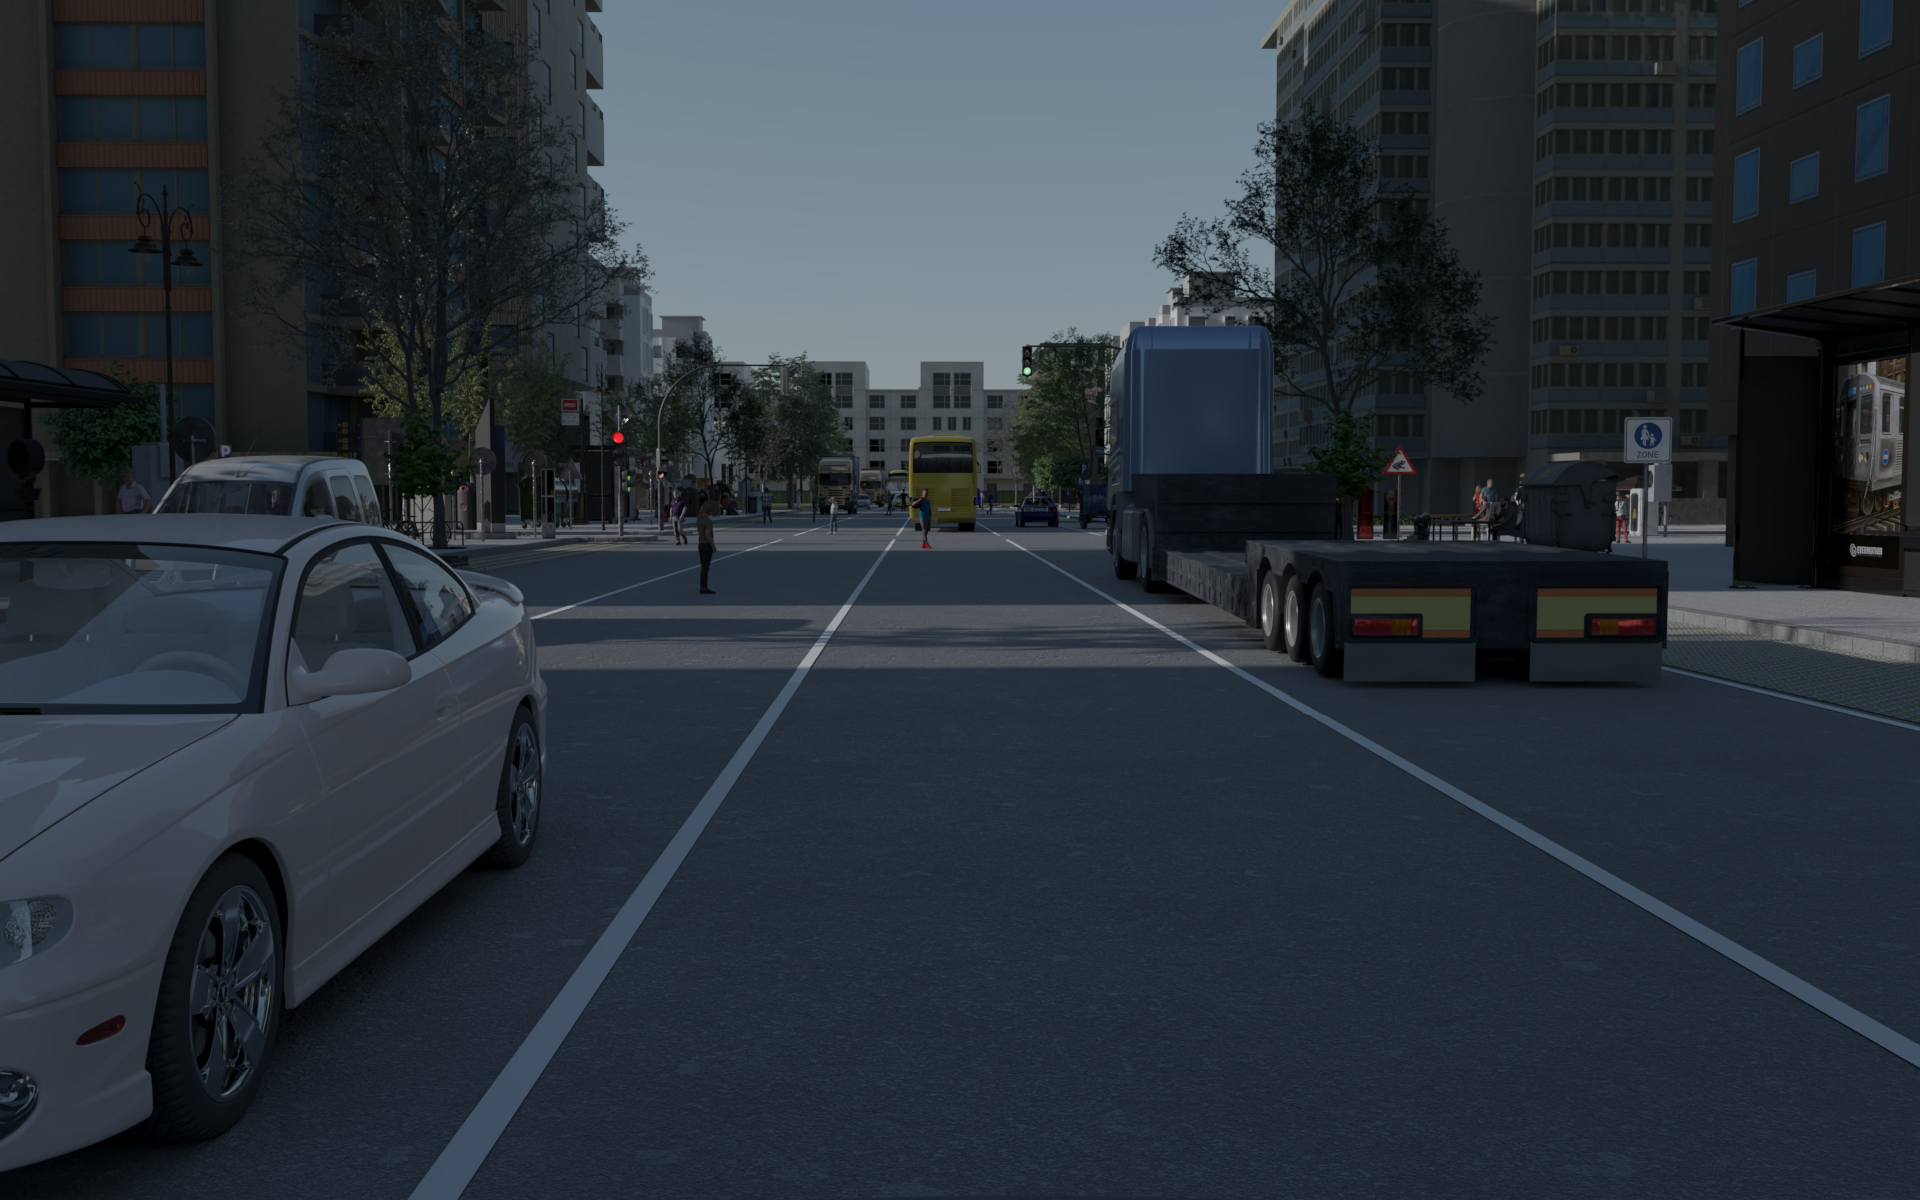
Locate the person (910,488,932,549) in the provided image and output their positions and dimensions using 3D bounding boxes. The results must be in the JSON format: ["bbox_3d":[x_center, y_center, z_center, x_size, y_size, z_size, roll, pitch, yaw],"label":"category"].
[{"bbox_3d":[-0.949,-2.149,45.510,0.662,1.594,0.647,2,4,34],"label":"person"}]

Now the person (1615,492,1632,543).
[{"bbox_3d":[17.337,-2.165,45.347,0.435,1.345,0.340,0,4,2],"label":"person"}]

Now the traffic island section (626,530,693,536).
[{"bbox_3d":[-10.497,-2.353,60.752,2.009,0.180,2.903,0,4,-1],"label":"traffic island section"}]

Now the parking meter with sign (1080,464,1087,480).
[{"bbox_3d":[7.815,-6.337,99.863,1.738,3.016,0.543,3,4,37],"label":"parking meter with sign"}]

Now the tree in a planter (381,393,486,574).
[{"bbox_3d":[-9.598,-2.058,30.865,1.991,3.239,1.994,0,4,-1],"label":"tree in a planter"}]

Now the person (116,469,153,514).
[{"bbox_3d":[-14.516,-1.424,30.269,0.756,1.711,0.436,2,4,27],"label":"person"}]

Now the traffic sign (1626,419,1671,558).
[{"bbox_3d":[9.152,-1.283,23.114,0.606,2.300,0.079,0,4,5],"label":"traffic sign"}]

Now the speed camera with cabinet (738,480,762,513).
[{"bbox_3d":[-14.358,-7.588,118.404,0.660,3.252,2.038,2,4,28],"label":"speed camera with cabinet"}]

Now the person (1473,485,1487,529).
[{"bbox_3d":[19.368,-3.462,64.351,0.444,1.614,0.593,-1,4,-22],"label":"person"}]

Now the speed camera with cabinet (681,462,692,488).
[{"bbox_3d":[-16.540,-6.751,104.714,0.660,3.252,2.038,0,4,-7],"label":"speed camera with cabinet"}]

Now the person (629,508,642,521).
[{"bbox_3d":[-15.863,-4.260,83.981,0.655,0.850,0.859,-3,5,-41],"label":"person"}]

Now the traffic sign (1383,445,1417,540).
[{"bbox_3d":[11.720,-2.827,46.224,0.884,2.594,0.081,0,4,7],"label":"traffic sign"}]

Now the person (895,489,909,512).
[{"bbox_3d":[-4.632,-8.204,142.258,1.348,1.869,0.705,-1,4,-8],"label":"person"}]

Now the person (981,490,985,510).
[{"bbox_3d":[2.097,-9.255,159.906,0.705,1.814,1.350,0,4,-7],"label":"person"}]

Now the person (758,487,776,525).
[{"bbox_3d":[-8.870,-4.298,79.503,0.841,1.734,0.376,-1,4,-10],"label":"person"}]

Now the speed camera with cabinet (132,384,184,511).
[{"bbox_3d":[-14.153,-2.298,31.902,0.660,3.252,2.038,2,4,30],"label":"speed camera with cabinet"}]

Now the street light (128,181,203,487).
[{"bbox_3d":[-11.870,-3.256,26.028,0.468,5.910,1.993,0,4,-1],"label":"street light"}]

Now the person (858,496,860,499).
[{"bbox_3d":[-9.691,-9.171,159.136,1.217,1.739,0.721,-2,4,-31],"label":"person"}]

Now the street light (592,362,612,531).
[{"bbox_3d":[-12.555,-5.384,60.822,0.468,5.910,1.993,0,4,-1],"label":"street light"}]

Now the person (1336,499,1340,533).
[{"bbox_3d":[10.077,-2.221,46.273,0.435,1.345,0.340,-2,4,-28],"label":"person"}]

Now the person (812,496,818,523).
[{"bbox_3d":[-7.077,-4.408,84.487,0.435,1.345,0.340,3,5,41],"label":"person"}]

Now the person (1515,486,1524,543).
[{"bbox_3d":[14.466,-2.273,44.030,0.431,1.722,0.655,-3,5,-42],"label":"person"}]

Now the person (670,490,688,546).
[{"bbox_3d":[-7.754,-2.289,48.141,0.471,1.553,0.569,-2,4,-31],"label":"person"}]

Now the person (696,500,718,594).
[{"bbox_3d":[-3.641,-0.765,24.919,0.435,1.345,0.340,3,5,42],"label":"person"}]

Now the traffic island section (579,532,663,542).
[{"bbox_3d":[-10.342,-1.865,52.769,2.009,0.180,2.903,0,4,-1],"label":"traffic island section"}]

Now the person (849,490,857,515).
[{"bbox_3d":[-7.210,-6.530,115.985,0.376,1.734,0.841,-2,4,-28],"label":"person"}]

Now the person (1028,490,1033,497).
[{"bbox_3d":[8.588,-12.426,209.916,0.721,1.736,1.217,3,4,37],"label":"person"}]

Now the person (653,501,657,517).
[{"bbox_3d":[-15.959,-5.012,91.226,0.776,1.435,0.726,1,4,10],"label":"person"}]

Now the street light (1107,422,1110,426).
[{"bbox_3d":[7.701,-7.003,87.293,0.468,5.910,1.993,0,4,-1],"label":"street light"}]

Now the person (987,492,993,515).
[{"bbox_3d":[2.103,-6.722,120.619,0.471,1.553,0.569,1,4,10],"label":"person"}]

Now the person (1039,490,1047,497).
[{"bbox_3d":[6.393,-7.787,134.069,0.576,1.737,0.504,0,4,-6],"label":"person"}]

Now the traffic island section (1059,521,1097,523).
[{"bbox_3d":[5.730,-3.880,86.302,1.991,0.108,1.994,0,4,-1],"label":"traffic island section"}]

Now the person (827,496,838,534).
[{"bbox_3d":[-4.549,-3.024,61.852,0.340,1.345,0.435,0,4,8],"label":"person"}]

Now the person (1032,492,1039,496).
[{"bbox_3d":[8.695,-11.640,196.870,1.217,1.766,0.721,1,4,15],"label":"person"}]

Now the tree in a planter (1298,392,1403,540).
[{"bbox_3d":[6.805,-2.040,30.570,1.991,3.239,1.994,0,4,-1],"label":"tree in a planter"}]

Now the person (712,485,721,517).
[{"bbox_3d":[-13.513,-5.506,96.194,0.434,1.807,0.598,-2,4,-30],"label":"person"}]

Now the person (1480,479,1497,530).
[{"bbox_3d":[18.695,-3.371,61.288,0.598,1.807,0.434,1,4,11],"label":"person"}]

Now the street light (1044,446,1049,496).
[{"bbox_3d":[6.771,-9.969,135.777,0.468,5.910,1.993,0,4,-1],"label":"street light"}]

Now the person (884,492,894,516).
[{"bbox_3d":[-4.711,-6.398,114.973,0.662,1.594,0.647,0,4,-6],"label":"person"}]

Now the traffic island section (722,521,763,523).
[{"bbox_3d":[-10.655,-3.825,85.405,1.991,0.108,1.994,0,4,-1],"label":"traffic island section"}]

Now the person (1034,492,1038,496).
[{"bbox_3d":[4.307,-5.294,97.264,0.569,1.553,0.471,-2,4,-32],"label":"person"}]

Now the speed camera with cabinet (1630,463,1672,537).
[{"bbox_3d":[21.060,-3.576,52.800,0.660,3.252,2.038,0,4,3],"label":"speed camera with cabinet"}]

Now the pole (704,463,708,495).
[{"bbox_3d":[-16.913,-7.431,115.346,0.158,3.312,0.155,0,3,0],"label":"pole"}]

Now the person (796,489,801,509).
[{"bbox_3d":[-13.920,-8.745,149.686,0.621,1.740,0.551,-3,5,-43],"label":"person"}]

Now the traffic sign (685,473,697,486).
[{"bbox_3d":[-16.646,-6.537,106.992,0.768,2.556,0.104,0,4,5],"label":"traffic sign"}]

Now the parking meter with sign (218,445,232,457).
[{"bbox_3d":[-26.691,-3.987,61.441,1.738,3.016,0.543,1,4,22],"label":"parking meter with sign"}]

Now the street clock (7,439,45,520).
[{"bbox_3d":[-12.324,-1.121,22.902,0.471,2.002,0.358,2,4,28],"label":"street clock"}]

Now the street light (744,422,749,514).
[{"bbox_3d":[-13.454,-8.332,109.013,0.468,5.910,1.993,0,4,-1],"label":"street light"}]

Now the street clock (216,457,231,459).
[{"bbox_3d":[-14.150,-1.765,33.426,0.358,2.002,0.471,1,4,16],"label":"street clock"}]
